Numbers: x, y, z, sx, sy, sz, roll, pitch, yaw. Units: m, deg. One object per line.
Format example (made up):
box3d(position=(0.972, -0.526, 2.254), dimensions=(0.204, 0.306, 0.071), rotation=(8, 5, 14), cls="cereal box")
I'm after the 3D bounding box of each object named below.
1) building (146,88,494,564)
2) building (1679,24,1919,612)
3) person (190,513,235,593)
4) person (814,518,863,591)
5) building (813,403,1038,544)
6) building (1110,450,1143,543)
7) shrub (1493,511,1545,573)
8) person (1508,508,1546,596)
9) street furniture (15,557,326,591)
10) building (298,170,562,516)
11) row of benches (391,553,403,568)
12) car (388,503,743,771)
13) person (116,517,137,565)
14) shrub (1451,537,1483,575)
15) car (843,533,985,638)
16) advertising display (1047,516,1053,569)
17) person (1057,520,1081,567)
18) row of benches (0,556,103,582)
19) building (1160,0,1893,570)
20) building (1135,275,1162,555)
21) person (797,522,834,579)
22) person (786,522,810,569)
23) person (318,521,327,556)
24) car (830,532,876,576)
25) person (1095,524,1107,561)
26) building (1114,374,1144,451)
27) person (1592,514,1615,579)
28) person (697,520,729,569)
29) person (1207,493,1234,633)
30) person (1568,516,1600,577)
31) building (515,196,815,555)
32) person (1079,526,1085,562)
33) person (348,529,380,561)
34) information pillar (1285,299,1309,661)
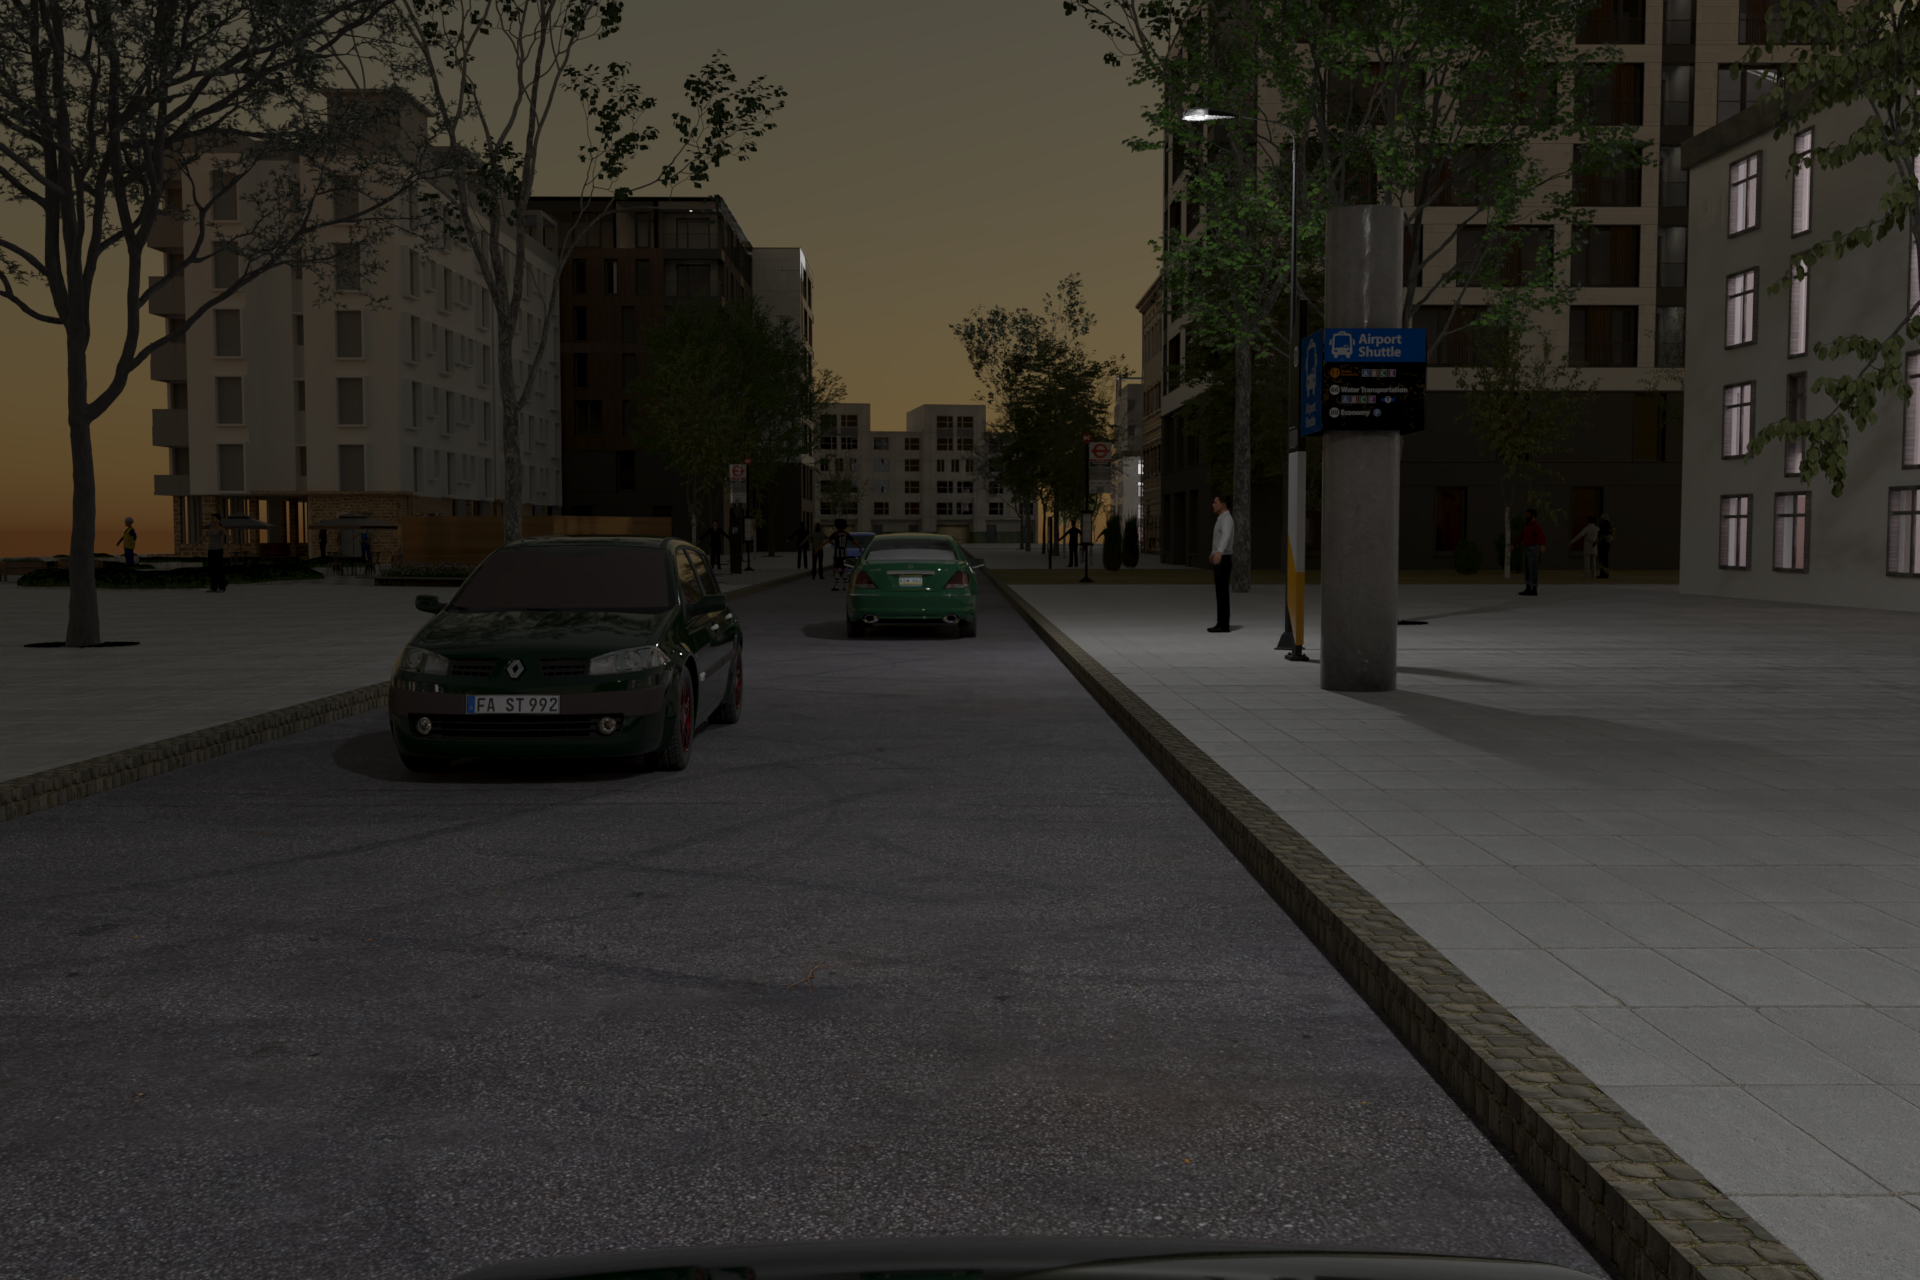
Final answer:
box3d(position=(-28.599, -13.369, 75.004), dimensions=(16.016, 20.090, 11.380), rotation=(0, 4, 0), cls="building")
box3d(position=(20.182, -4.971, 23.428), dimensions=(9.099, 9.664, 28.070), rotation=(0, 4, -1), cls="building")
box3d(position=(-16.387, -1.909, 38.019), dimensions=(1.217, 1.737, 0.721), rotation=(1, 4, 22), cls="person")
box3d(position=(-3.035, -2.150, 43.750), dimensions=(1.345, 1.843, 0.704), rotation=(-2, 4, -28), cls="person")
box3d(position=(-6.262, -22.810, 241.856), dimensions=(31.486, 18.905, 16.747), rotation=(-1, 4, -10), cls="building")
box3d(position=(20.816, -14.178, 173.963), dimensions=(9.099, 9.664, 28.070), rotation=(0, 4, 0), cls="building")
box3d(position=(18.326, -3.204, 56.808), dimensions=(1.690, 2.028, 1.600), rotation=(0, 3, 0), cls="shrub")
box3d(position=(11.881, -1.837, 36.139), dimensions=(0.704, 1.816, 1.345), rotation=(-1, 4, -12), cls="person")
box3d(position=(-19.876, -1.741, 44.091), dimensions=(5.734, 0.657, 10.072), rotation=(0, 4, 0), cls="street furniture")
box3d(position=(-28.981, -14.377, 91.482), dimensions=(16.016, 20.090, 11.380), rotation=(0, 4, 0), cls="building")
box3d(position=(-17.228, -2.631, 58.479), dimensions=(4.104, 0.672, 1.422), rotation=(-3, 4, -36), cls="row of benches")
box3d(position=(-2.511, -0.118, 11.719), dimensions=(2.009, 1.686, 4.222), rotation=(0, 4, 0), cls="car")
box3d(position=(-24.176, -2.677, 50.229), dimensions=(1.216, 1.772, 0.721), rotation=(3, 5, 43), cls="person")
box3d(position=(15.961, -2.653, 54.488), dimensions=(1.383, 1.207, 1.383), rotation=(0, 3, 0), cls="shrub")
box3d(position=(-0.680, -0.833, 25.420), dimensions=(2.131, 1.459, 4.920), rotation=(0, 4, -1), cls="car")
box3d(position=(3.307, -3.573, 63.638), dimensions=(0.123, 1.923, 0.974), rotation=(0, 4, -2), cls="advertising display")
box3d(position=(4.395, -3.754, 67.307), dimensions=(1.347, 1.837, 0.705), rotation=(-2, 4, -24), cls="person")
box3d(position=(-25.663, -1.943, 47.227), dimensions=(4.104, 0.672, 1.422), rotation=(-3, 5, -42), cls="row of benches")
box3d(position=(22.687, -14.305, 77.861), dimensions=(27.936, 21.610, 32.646), rotation=(0, 4, -1), cls="building")
box3d(position=(21.343, -16.822, 105.968), dimensions=(19.493, 23.208, 18.063), rotation=(0, 3, 0), cls="building")
box3d(position=(-4.501, -2.829, 54.832), dimensions=(1.348, 1.813, 0.705), rotation=(-1, 4, -17), cls="person")
box3d(position=(-5.801, -3.491, 63.797), dimensions=(1.216, 1.740, 0.721), rotation=(0, 4, 1), cls="person")
box3d(position=(-25.464, -3.852, 69.115), dimensions=(0.704, 1.812, 1.346), rotation=(-1, 4, -18), cls="person")
box3d(position=(-3.451, -3.050, 59.457), dimensions=(1.945, 1.707, 3.694), rotation=(0, 4, -1), cls="car")
box3d(position=(6.218, -4.043, 72.225), dimensions=(1.347, 1.817, 0.704), rotation=(-1, 4, -22), cls="person")
box3d(position=(23.436, -21.324, 205.070), dimensions=(16.016, 20.090, 11.380), rotation=(0, 4, 0), cls="building")
box3d(position=(18.562, -2.704, 49.986), dimensions=(0.705, 1.856, 1.354), rotation=(0, 4, 3), cls="person")
box3d(position=(-8.856, -3.459, 62.749), dimensions=(1.347, 1.806, 0.705), rotation=(-1, 4, -10), cls="person")
box3d(position=(3.401, -1.009, 22.649), dimensions=(0.704, 1.810, 1.344), rotation=(0, 4, 6), cls="person")
box3d(position=(18.719, -2.770, 51.483), dimensions=(1.347, 1.806, 0.705), rotation=(-1, 4, -14), cls="person")
box3d(position=(-25.224, -16.966, 121.374), dimensions=(27.936, 21.610, 32.646), rotation=(0, 4, -1), cls="building")
box3d(position=(5.773, -4.501, 80.398), dimensions=(0.721, 1.733, 1.217), rotation=(1, 4, 20), cls="person")
box3d(position=(-23.666, -3.857, 68.917), dimensions=(1.347, 1.847, 0.705), rotation=(1, 4, 10), cls="person")
box3d(position=(3.426, -1.605, 17.591), dimensions=(0.183, 3.616, 0.504), rotation=(0, 3, 0), cls="information pillar")
